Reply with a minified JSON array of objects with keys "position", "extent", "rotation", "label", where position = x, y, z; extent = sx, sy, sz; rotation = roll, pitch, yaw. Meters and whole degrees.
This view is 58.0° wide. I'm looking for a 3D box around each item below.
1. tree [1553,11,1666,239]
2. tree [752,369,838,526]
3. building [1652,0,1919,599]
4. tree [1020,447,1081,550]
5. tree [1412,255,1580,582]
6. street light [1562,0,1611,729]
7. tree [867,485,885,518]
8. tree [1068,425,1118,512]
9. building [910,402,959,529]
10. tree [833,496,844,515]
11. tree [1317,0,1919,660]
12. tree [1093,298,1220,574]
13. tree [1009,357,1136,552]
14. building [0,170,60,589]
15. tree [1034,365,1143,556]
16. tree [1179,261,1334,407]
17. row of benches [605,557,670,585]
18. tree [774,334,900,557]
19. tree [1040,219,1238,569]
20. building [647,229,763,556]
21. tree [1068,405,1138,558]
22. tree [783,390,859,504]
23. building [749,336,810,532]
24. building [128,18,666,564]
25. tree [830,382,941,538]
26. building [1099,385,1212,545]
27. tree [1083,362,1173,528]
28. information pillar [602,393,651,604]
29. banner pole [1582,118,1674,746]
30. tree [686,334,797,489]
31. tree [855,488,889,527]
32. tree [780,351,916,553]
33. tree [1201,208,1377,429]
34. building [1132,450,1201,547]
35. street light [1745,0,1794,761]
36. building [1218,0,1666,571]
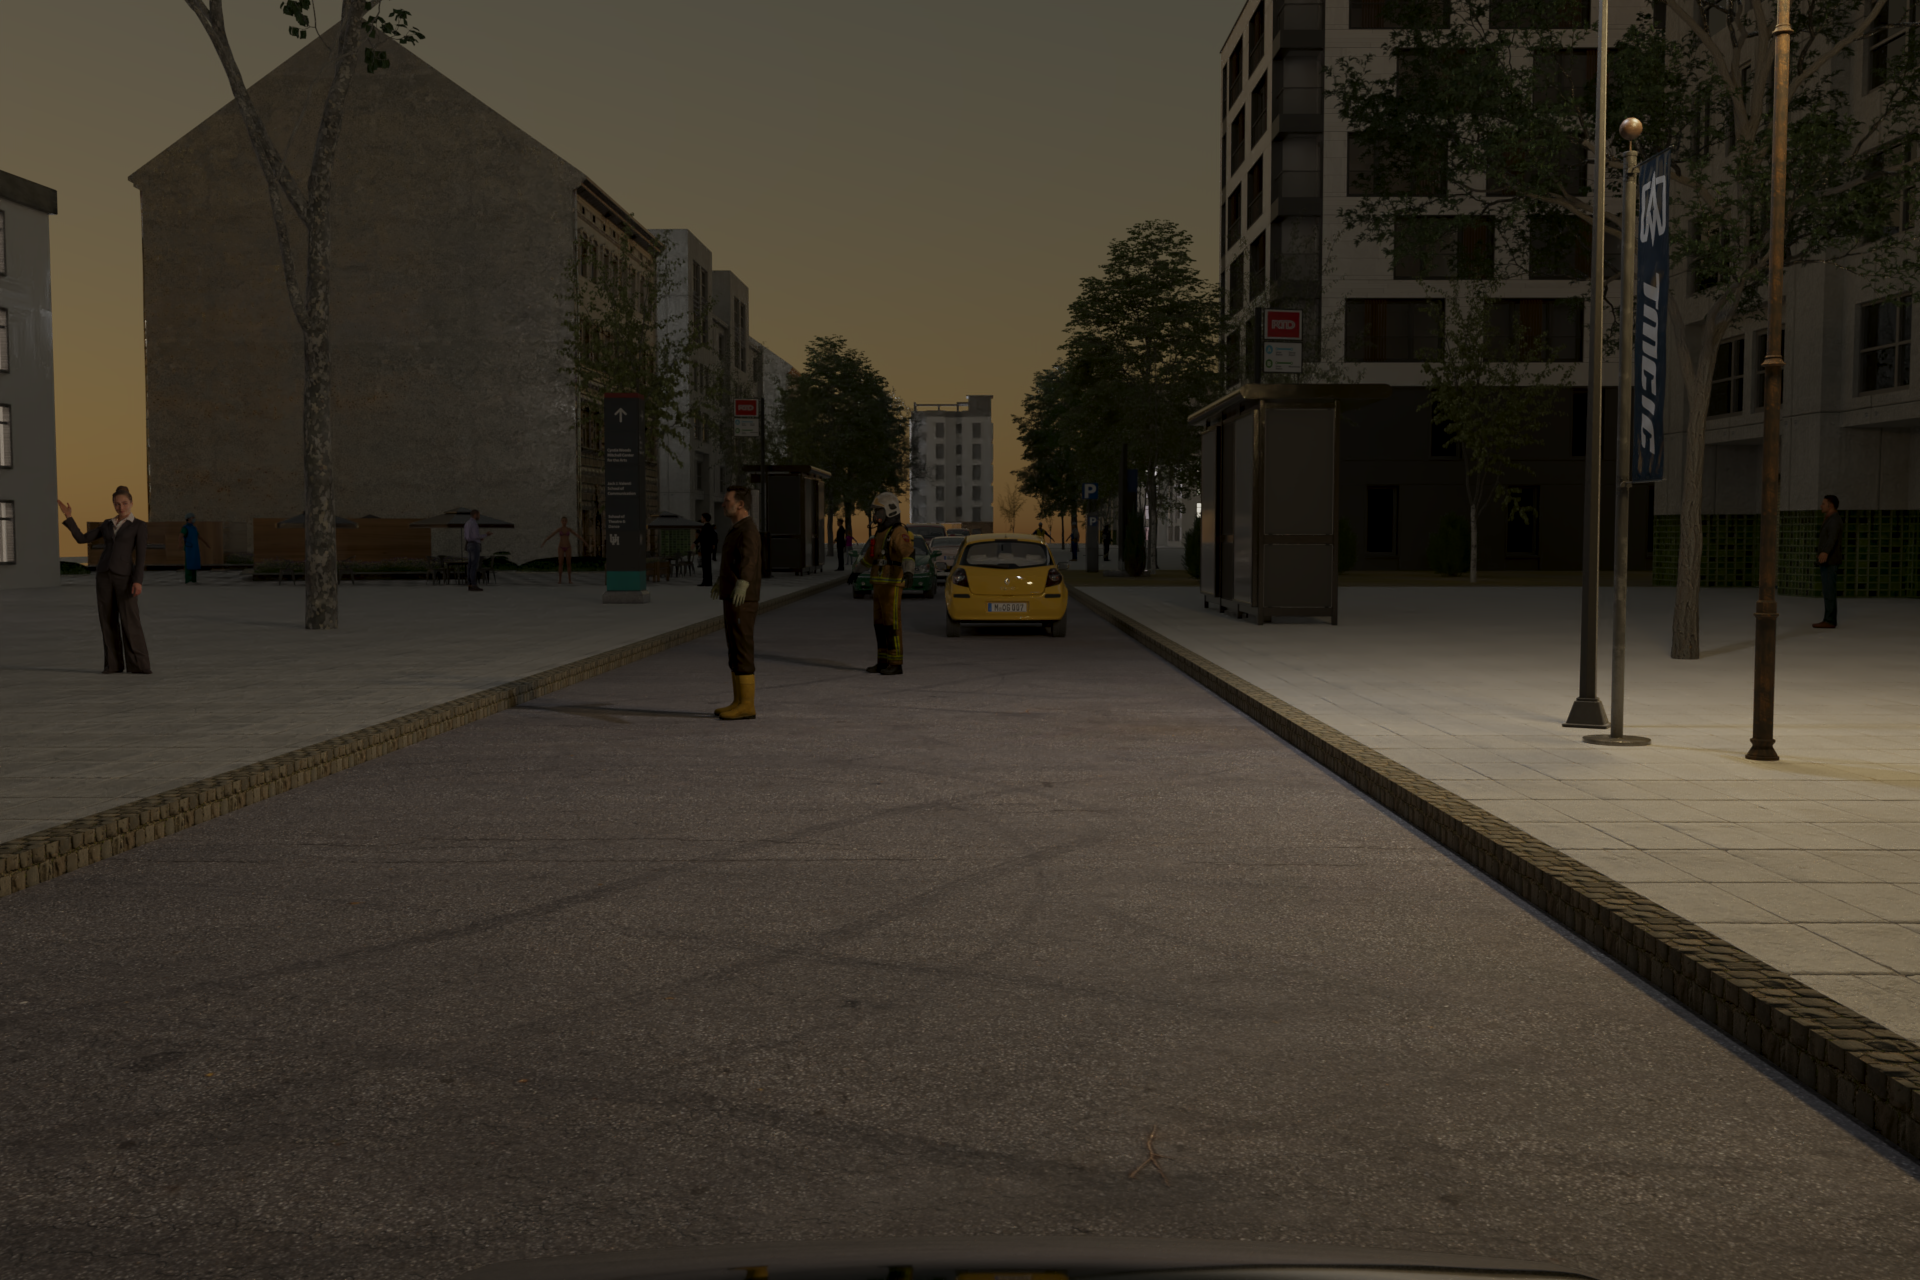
[{"position":[23.445,-11.854,49.697],"extent":[12.611,20.169,13.585],"rotation":[0,3,0],"label":"tree"},{"position":[-7.428,-7.761,77.258],"extent":[4.737,8.622,4.395],"rotation":[0,3,0],"label":"tree"},{"position":[25.444,-9.806,26.782],"extent":[16.747,18.905,31.486],"rotation":[0,4,1],"label":"building"},{"position":[8.623,-12.708,142.185],"extent":[8.767,10.594,7.601],"rotation":[1,4,21],"label":"tree"},{"position":[13.679,-5.818,45.484],"extent":[4.737,8.622,4.395],"rotation":[0,3,0],"label":"tree"},{"position":[4.724,-2.374,11.357],"extent":[1.470,5.913,1.316],"rotation":[0,4,0],"label":"street light"},{"position":[-10.814,-17.679,239.416],"extent":[4.360,8.622,3.978],"rotation":[0,3,0],"label":"tree"},{"position":[8.576,-9.777,110.217],"extent":[4.737,8.622,4.395],"rotation":[0,3,0],"label":"tree"},{"position":[-6.598,-23.309,239.986],"extent":[11.380,20.090,16.016],"rotation":[0,4,3],"label":"building"},{"position":[-19.543,-20.112,239.200],"extent":[12.009,13.543,11.850],"rotation":[0,3,0],"label":"tree"},{"position":[7.213,-5.068,17.273],"extent":[8.767,10.594,7.601],"rotation":[3,5,42],"label":"tree"},{"position":[5.922,-6.397,54.960],"extent":[4.360,8.622,3.978],"rotation":[0,3,0],"label":"tree"},{"position":[8.186,-13.262,123.481],"extent":[9.857,13.997,8.962],"rotation":[0,3,0],"label":"tree"},{"position":[-23.116,-5.282,28.503],"extent":[9.099,9.664,28.070],"rotation":[0,4,1],"label":"building"},{"position":[7.934,-10.743,101.411],"extent":[9.928,11.665,9.643],"rotation":[0,3,0],"label":"tree"},{"position":[7.648,-5.955,47.725],"extent":[4.360,8.622,3.978],"rotation":[0,3,0],"label":"tree"},{"position":[-8.391,-1.828,45.357],"extent":[1.422,0.672,4.104],"rotation":[0,4,5],"label":"row of benches"},{"position":[-7.058,-11.058,98.931],"extent":[7.486,12.596,7.792],"rotation":[0,3,0],"label":"tree"},{"position":[6.683,-8.876,63.246],"extent":[7.486,12.596,7.792],"rotation":[0,3,0],"label":"tree"},{"position":[-23.732,-15.297,116.571],"extent":[16.747,18.905,31.486],"rotation":[0,4,1],"label":"building"},{"position":[7.770,-8.727,93.052],"extent":[4.360,8.622,3.978],"rotation":[0,3,0],"label":"tree"},{"position":[-7.244,-8.470,88.847],"extent":[4.360,8.622,3.978],"rotation":[0,3,0],"label":"tree"},{"position":[-24.666,-20.468,165.587],"extent":[19.493,23.208,18.063],"rotation":[0,4,1],"label":"building"},{"position":[-25.345,-15.384,82.456],"extent":[19.493,23.208,18.063],"rotation":[0,4,1],"label":"building"},{"position":[-6.960,-13.572,132.272],"extent":[12.009,13.543,11.850],"rotation":[0,3,0],"label":"tree"},{"position":[26.455,-21.133,211.976],"extent":[16.747,18.905,31.486],"rotation":[0,4,1],"label":"building"},{"position":[7.768,-7.500,72.988],"extent":[4.360,8.622,3.978],"rotation":[0,3,0],"label":"tree"},{"position":[-6.199,-2.613,32.104],"extent":[0.750,3.857,0.750],"rotation":[0,3,0],"label":"information pillar"},{"position":[4.034,-1.241,10.306],"extent":[0.401,3.779,0.863],"rotation":[0,4,1],"label":"banner pole"},{"position":[-8.634,-6.997,64.764],"extent":[4.360,8.622,3.978],"rotation":[0,3,0],"label":"tree"},{"position":[-7.506,-12.078,147.844],"extent":[4.360,8.622,3.978],"rotation":[0,3,0],"label":"tree"},{"position":[-7.808,-13.014,119.437],"extent":[9.857,13.997,8.962],"rotation":[0,3,0],"label":"tree"},{"position":[7.180,-5.470,39.804],"extent":[4.360,8.622,3.978],"rotation":[0,3,0],"label":"tree"},{"position":[22.312,-14.613,181.074],"extent":[9.099,9.664,28.070],"rotation":[0,4,1],"label":"building"},{"position":[4.572,-2.257,9.691],"extent":[0.468,5.910,1.993],"rotation":[0,4,1],"label":"street light"},{"position":[24.950,-14.190,75.980],"extent":[27.936,21.610,32.646],"rotation":[0,4,0],"label":"building"}]
